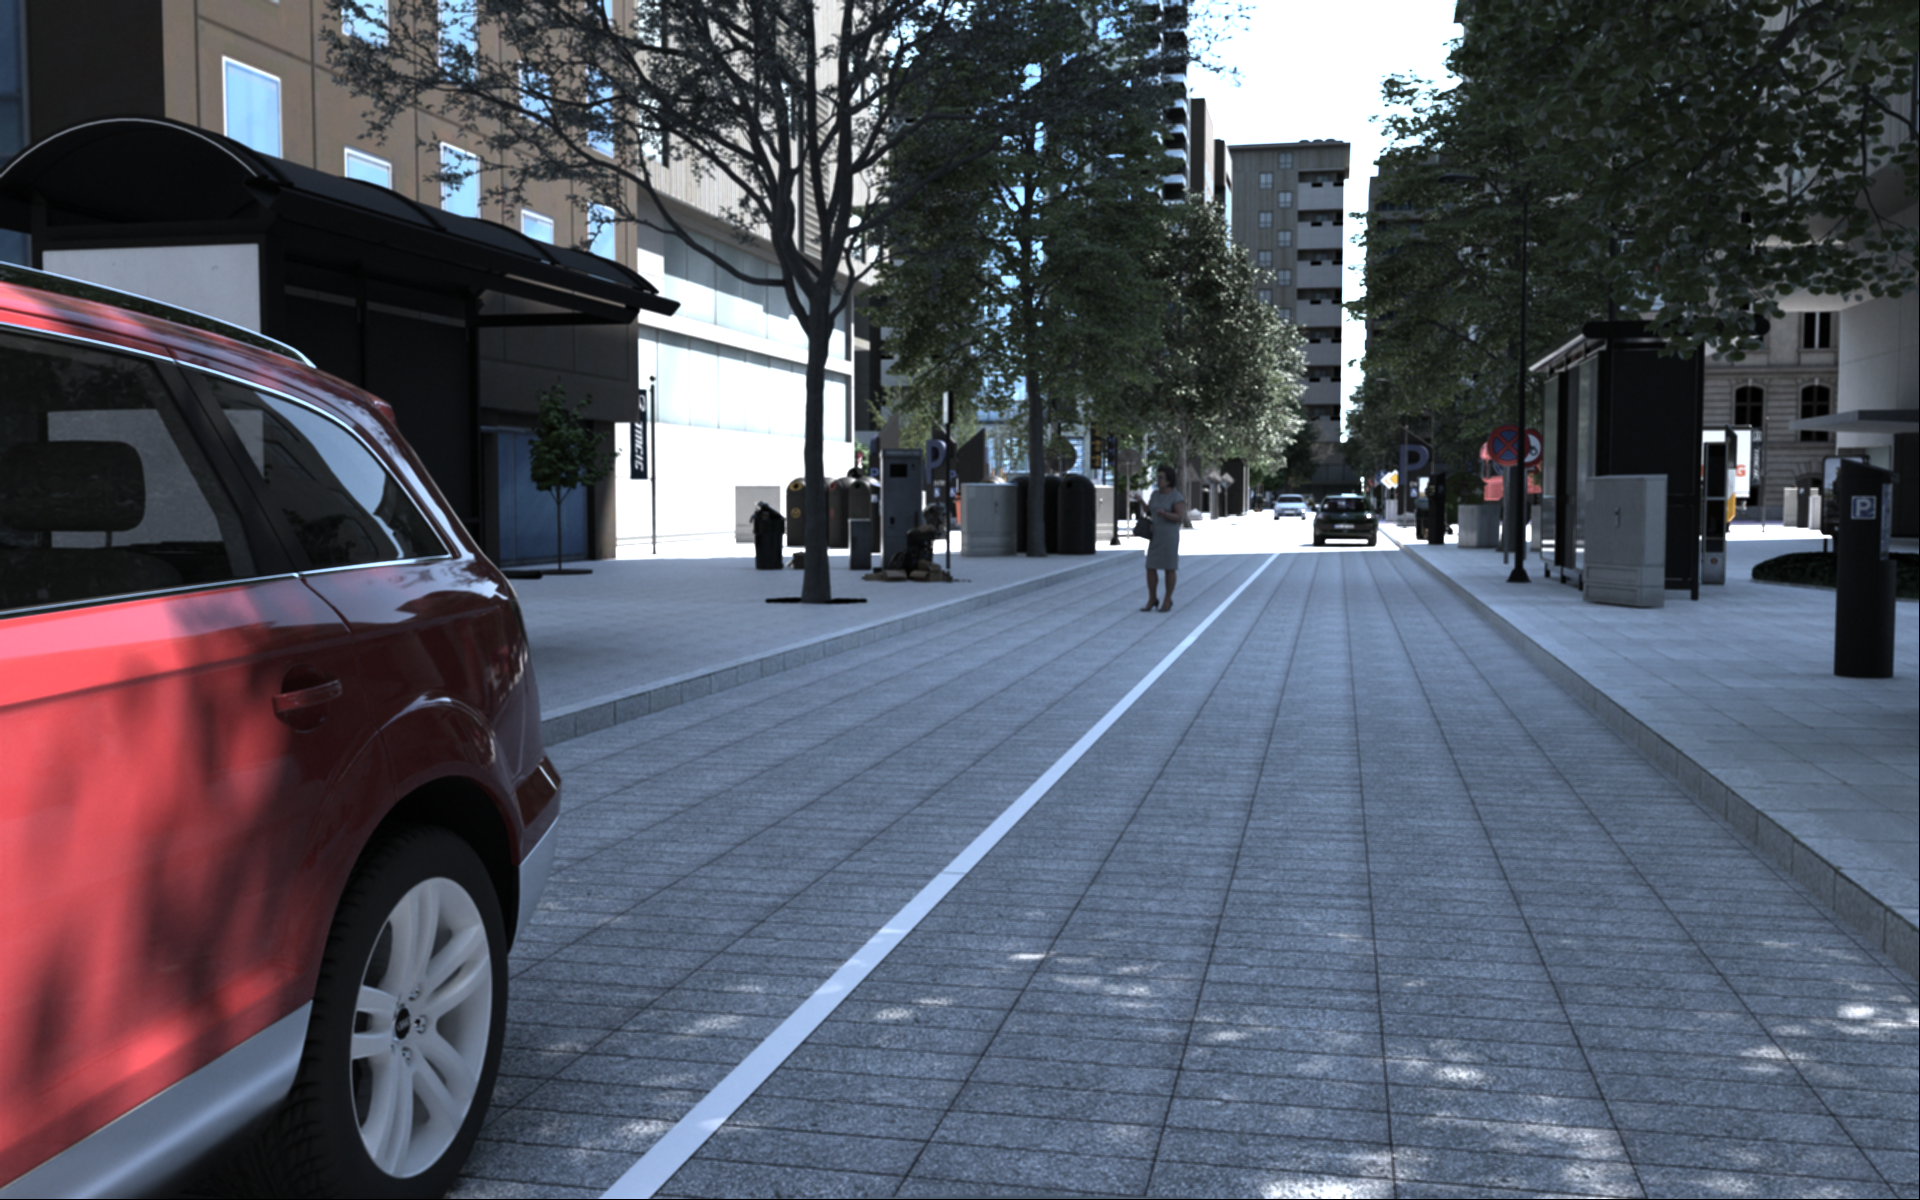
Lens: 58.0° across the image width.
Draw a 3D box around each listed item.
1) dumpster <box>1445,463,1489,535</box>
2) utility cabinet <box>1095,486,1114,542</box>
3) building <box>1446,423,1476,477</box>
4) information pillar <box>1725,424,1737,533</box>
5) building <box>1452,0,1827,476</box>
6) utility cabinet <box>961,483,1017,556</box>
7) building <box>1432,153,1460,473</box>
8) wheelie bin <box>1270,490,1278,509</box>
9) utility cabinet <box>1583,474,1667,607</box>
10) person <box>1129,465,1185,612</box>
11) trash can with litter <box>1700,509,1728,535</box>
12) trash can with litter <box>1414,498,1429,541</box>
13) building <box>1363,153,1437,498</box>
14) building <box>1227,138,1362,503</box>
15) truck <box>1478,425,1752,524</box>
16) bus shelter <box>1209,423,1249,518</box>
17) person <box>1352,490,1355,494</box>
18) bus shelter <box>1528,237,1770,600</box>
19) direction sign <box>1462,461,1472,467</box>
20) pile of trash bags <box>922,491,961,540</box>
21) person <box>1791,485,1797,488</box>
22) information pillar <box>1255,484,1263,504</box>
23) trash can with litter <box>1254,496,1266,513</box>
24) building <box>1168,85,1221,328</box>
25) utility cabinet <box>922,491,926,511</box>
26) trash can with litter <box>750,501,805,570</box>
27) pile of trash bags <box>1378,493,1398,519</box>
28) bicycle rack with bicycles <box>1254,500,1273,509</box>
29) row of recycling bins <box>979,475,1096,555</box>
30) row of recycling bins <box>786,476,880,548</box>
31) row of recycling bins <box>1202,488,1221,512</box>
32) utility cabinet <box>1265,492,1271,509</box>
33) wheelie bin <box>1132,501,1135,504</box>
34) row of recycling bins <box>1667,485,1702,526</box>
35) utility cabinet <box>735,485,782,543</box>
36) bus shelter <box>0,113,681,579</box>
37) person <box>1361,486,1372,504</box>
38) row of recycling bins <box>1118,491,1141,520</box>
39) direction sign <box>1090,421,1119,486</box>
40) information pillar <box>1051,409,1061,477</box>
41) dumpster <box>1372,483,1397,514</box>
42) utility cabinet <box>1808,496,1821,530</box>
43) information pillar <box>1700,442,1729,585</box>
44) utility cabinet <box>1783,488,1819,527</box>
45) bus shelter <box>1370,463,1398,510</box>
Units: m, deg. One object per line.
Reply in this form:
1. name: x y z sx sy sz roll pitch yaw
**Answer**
1. dumpster: 16.089 -3.240 55.462 1.502 2.255 1.985 1 4 12
2. utility cabinet: 3.565 -2.271 45.812 1.173 1.500 0.318 -3 4 -37
3. building: 63.387 -45.831 187.592 20.563 71.187 20.611 1 4 12
4. information pillar: 25.508 -4.039 57.391 0.183 3.616 0.504 -1 4 -18
5. building: 61.891 -35.128 163.582 28.713 52.752 27.495 1 4 12
6. utility cabinet: 0.600 -1.652 35.692 1.173 1.500 0.318 -2 4 -29
7. building: 63.537 -31.963 206.193 14.154 41.232 14.086 1 4 12
8. wheelie bin: 26.887 -8.592 148.395 0.693 1.594 0.980 0 4 3
9. utility cabinet: 7.631 -0.688 19.936 0.318 1.500 1.173 -1 4 -12
10. person: 2.358 -0.748 21.091 0.716 1.782 0.532 3 5 45
11. trash can with litter: 23.243 -2.597 53.856 1.055 1.170 0.624 0 4 6
12. trash can with litter: 13.034 -2.246 48.106 0.624 1.170 1.055 0 4 -7
13. building: 68.854 -38.168 247.745 21.600 48.544 21.300 1 4 12
14. building: 45.754 -40.835 256.892 27.495 52.752 28.713 1 4 12
15. truck: 26.936 -5.130 72.789 11.283 4.237 2.839 1 4 13
16. bus shelter: 15.228 -7.350 97.810 2.179 5.291 8.768 1 4 12
17. person: 32.451 -8.206 143.154 0.515 1.767 0.782 2 4 24
18. bus shelter: 9.491 -2.896 24.984 2.179 5.291 8.768 1 4 12
19. direction sign: 34.959 -7.804 119.594 0.379 3.537 0.876 -2 4 -33
20. pile of trash bags: -0.889 -2.342 48.038 3.447 1.369 1.912 3 5 42
21. person: 33.008 -3.664 68.646 0.529 1.795 0.600 0 4 6
22. information pillar: 21.786 -7.425 125.891 0.304 2.012 0.304 -2 4 -27
23. trash can with litter: 20.745 -6.646 120.052 0.624 1.170 1.055 2 4 27
24. building: 20.785 -33.225 193.337 14.600 45.320 14.200 1 4 12
25. utility cabinet: -2.885 -7.150 125.586 0.318 1.500 1.173 2 4 29
26. trash can with litter: -3.037 -1.115 29.610 1.055 1.170 0.624 -1 4 -16
27. pile of trash bags: 22.232 -4.777 87.859 1.912 1.369 3.447 1 4 10
28. bicycle rack with bicycles: 25.009 -8.141 146.480 2.925 0.926 2.852 0 4 8
29. row of recycling bins: 1.644 -1.889 37.994 1.069 1.692 3.534 -3 5 -40
30. row of recycling bins: -3.009 -2.118 41.747 1.069 1.692 3.534 -3 4 -39
31. row of recycling bins: 17.619 -7.029 122.039 1.069 1.692 3.534 -3 5 -45
32. utility cabinet: 27.026 -8.761 151.919 0.318 1.500 1.173 1 4 19
33. wheelie bin: 15.432 -8.977 154.684 0.693 1.594 0.980 -2 4 -31
34. row of recycling bins: 23.189 -3.099 57.786 1.069 1.692 3.534 -2 4 -32
35. utility cabinet: -5.162 -2.184 44.388 1.173 1.500 0.318 0 4 -1
36. bus shelter: -3.894 -1.103 11.957 2.014 3.302 5.546 1 4 12
37. person: 18.418 -4.272 78.588 0.600 1.795 0.529 -2 4 -28
38. row of recycling bins: 7.796 -4.839 86.222 3.534 1.692 1.069 1 4 19
39. direction sign: 4.494 -3.788 53.925 0.876 3.537 0.379 0 4 -2
40. information pillar: 2.609 -3.425 47.351 0.183 3.616 0.504 -1 4 -22
41. dumpster: 26.911 -6.556 109.687 1.502 2.255 1.985 1 4 12
42. utility cabinet: 30.593 -3.065 61.278 1.020 1.237 0.306 0 4 -3
43. information pillar: 10.693 -1.227 24.557 0.304 2.012 0.304 1 4 18
44. utility cabinet: 32.116 -3.515 66.150 1.173 1.500 0.318 2 4 24
45. bus shelter: 28.449 -7.446 115.659 2.014 3.302 5.546 1 4 12
